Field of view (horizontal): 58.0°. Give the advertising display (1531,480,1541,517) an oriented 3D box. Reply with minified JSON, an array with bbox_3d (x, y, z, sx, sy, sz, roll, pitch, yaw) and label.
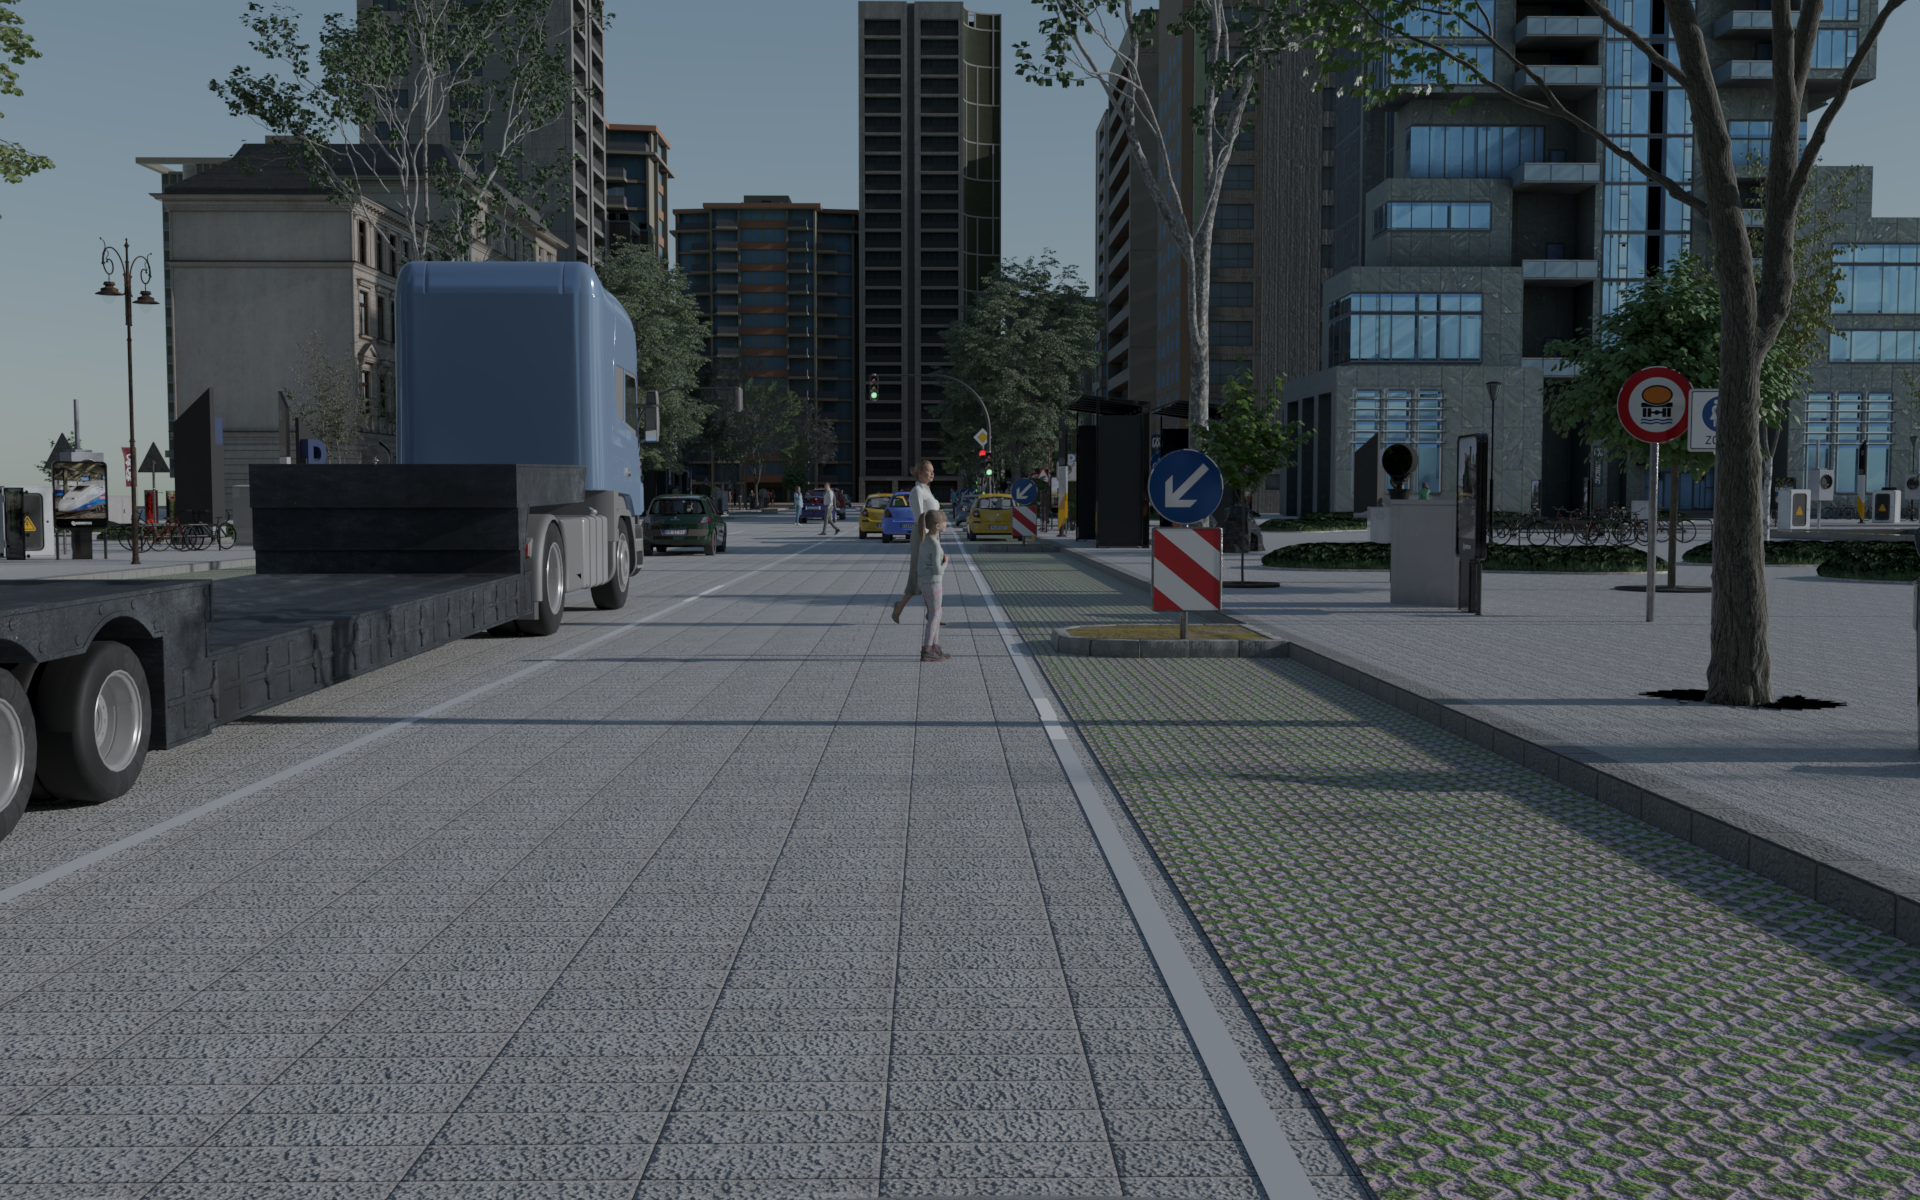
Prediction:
[{"bbox_3d":[25.858,-4.438,77.770,0.123,1.923,0.974,0,4,-1],"label":"advertising display"}]

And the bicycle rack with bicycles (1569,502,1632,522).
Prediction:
[{"bbox_3d":[28.367,-3.828,75.962,2.925,0.926,2.852,2,4,24],"label":"bicycle rack with bicycles"}]

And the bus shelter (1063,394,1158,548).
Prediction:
[{"bbox_3d":[3.683,-3.221,43.939,1.731,3.624,6.357,0,4,-1],"label":"bus shelter"}]

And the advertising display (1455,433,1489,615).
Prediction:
[{"bbox_3d":[5.526,-0.827,18.731,0.123,1.923,0.974,0,4,4],"label":"advertising display"}]

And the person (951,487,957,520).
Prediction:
[{"bbox_3d":[-0.276,-5.399,96.792,0.620,1.820,0.660,0,4,1],"label":"person"}]

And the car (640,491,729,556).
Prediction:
[{"bbox_3d":[-6.612,-1.949,41.661,2.009,1.686,4.222,0,4,-2],"label":"car"}]

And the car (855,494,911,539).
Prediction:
[{"bbox_3d":[-2.410,-2.815,56.242,2.015,1.641,3.980,0,4,-2],"label":"car"}]

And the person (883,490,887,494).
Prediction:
[{"bbox_3d":[-7.937,-10.713,183.281,1.348,1.869,0.705,0,4,1],"label":"person"}]

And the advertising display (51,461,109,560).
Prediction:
[{"bbox_3d":[-17.239,-1.758,33.957,0.974,1.923,0.123,-2,4,-35],"label":"advertising display"}]

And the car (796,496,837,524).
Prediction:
[{"bbox_3d":[-7.023,-4.421,84.855,1.945,1.354,3.894,0,4,1],"label":"car"}]

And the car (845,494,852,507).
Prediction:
[{"bbox_3d":[-12.813,-10.867,189.472,2.131,1.459,4.920,0,4,-2],"label":"car"}]

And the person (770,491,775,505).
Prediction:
[{"bbox_3d":[-21.617,-11.746,199.551,0.593,1.643,0.415,-1,4,-15],"label":"person"}]

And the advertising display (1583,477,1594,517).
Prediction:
[{"bbox_3d":[24.194,-3.760,66.693,0.123,1.923,0.974,0,4,5],"label":"advertising display"}]

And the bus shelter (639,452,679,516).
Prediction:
[{"bbox_3d":[-17.457,-6.613,99.406,1.731,3.624,6.357,0,4,-1],"label":"bus shelter"}]

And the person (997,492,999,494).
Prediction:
[{"bbox_3d":[4.690,-12.766,215.316,0.434,1.755,0.990,2,4,24],"label":"person"}]

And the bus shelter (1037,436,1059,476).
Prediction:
[{"bbox_3d":[6.304,-8.478,116.253,2.179,5.291,8.768,0,4,-1],"label":"bus shelter"}]

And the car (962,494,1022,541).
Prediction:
[{"bbox_3d":[1.083,-2.669,53.857,2.015,1.641,3.980,0,4,-2],"label":"car"}]

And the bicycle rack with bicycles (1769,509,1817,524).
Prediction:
[{"bbox_3d":[36.159,-3.810,75.683,2.852,0.926,2.925,0,4,4],"label":"bicycle rack with bicycles"}]

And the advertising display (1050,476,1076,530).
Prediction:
[{"bbox_3d":[3.713,-3.493,62.326,0.974,1.923,0.123,-1,4,-13],"label":"advertising display"}]

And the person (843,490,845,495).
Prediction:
[{"bbox_3d":[-12.334,-10.711,183.702,0.705,1.814,1.350,0,4,-2],"label":"person"}]

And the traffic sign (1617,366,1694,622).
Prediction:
[{"bbox_3d":[6.937,-1.053,17.329,0.768,2.556,0.104,0,4,6],"label":"traffic sign"}]

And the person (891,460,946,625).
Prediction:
[{"bbox_3d":[-0.459,-0.625,18.948,0.641,1.798,0.478,2,4,25],"label":"person"}]

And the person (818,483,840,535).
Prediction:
[{"bbox_3d":[-4.585,-3.169,60.411,0.850,1.850,0.679,-1,4,-21],"label":"person"}]

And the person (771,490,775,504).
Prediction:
[{"bbox_3d":[-24.219,-13.329,223.970,0.705,1.824,1.348,-1,4,-22],"label":"person"}]

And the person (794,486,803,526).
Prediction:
[{"bbox_3d":[-7.343,-4.260,78.413,0.793,1.790,0.793,-2,4,-27],"label":"person"}]

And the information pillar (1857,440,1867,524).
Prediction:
[{"bbox_3d":[39.063,-5.117,75.019,0.183,3.616,0.504,0,4,2],"label":"information pillar"}]

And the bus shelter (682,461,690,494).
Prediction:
[{"bbox_3d":[-20.133,-7.980,121.758,1.731,3.624,6.357,0,4,-1],"label":"bus shelter"}]

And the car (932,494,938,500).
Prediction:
[{"bbox_3d":[-3.286,-10.435,179.403,1.959,1.807,4.718,0,4,1],"label":"car"}]

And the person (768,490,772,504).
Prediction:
[{"bbox_3d":[-24.578,-13.203,221.842,1.348,1.831,0.705,0,4,1],"label":"person"}]

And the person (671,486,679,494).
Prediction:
[{"bbox_3d":[-18.093,-6.361,110.230,0.592,1.802,0.473,2,4,34],"label":"person"}]

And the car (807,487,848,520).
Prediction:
[{"bbox_3d":[-7.457,-5.415,97.203,2.281,1.827,5.304,0,4,-2],"label":"car"}]

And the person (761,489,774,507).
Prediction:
[{"bbox_3d":[-19.704,-10.455,176.981,1.348,1.824,0.705,1,4,14],"label":"person"}]

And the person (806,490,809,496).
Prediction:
[{"bbox_3d":[-14.105,-9.379,161.711,0.599,1.838,0.709,1,4,18],"label":"person"}]

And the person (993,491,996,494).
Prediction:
[{"bbox_3d":[3.935,-11.931,201.895,0.721,1.735,1.217,-2,4,-33],"label":"person"}]

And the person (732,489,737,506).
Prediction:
[{"bbox_3d":[-24.922,-11.331,191.275,0.705,1.831,1.348,1,4,13],"label":"person"}]

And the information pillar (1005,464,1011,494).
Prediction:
[{"bbox_3d":[3.174,-7.534,114.539,0.504,3.616,0.183,-3,5,-42],"label":"information pillar"}]

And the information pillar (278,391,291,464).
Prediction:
[{"bbox_3d":[-15.236,-2.920,39.096,0.183,3.616,0.504,-3,5,-40],"label":"information pillar"}]

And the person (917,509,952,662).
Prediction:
[{"bbox_3d":[-0.217,-0.129,14.890,0.394,1.301,0.425,-2,4,-34],"label":"person"}]

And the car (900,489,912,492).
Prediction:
[{"bbox_3d":[-3.482,-6.942,122.178,2.281,1.827,5.304,0,4,0],"label":"car"}]

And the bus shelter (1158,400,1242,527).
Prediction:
[{"bbox_3d":[6.229,-3.363,46.272,1.731,3.624,6.357,0,4,-1],"label":"bus shelter"}]

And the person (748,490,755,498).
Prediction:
[{"bbox_3d":[-27.152,-13.410,225.849,0.990,1.755,0.434,1,4,15],"label":"person"}]

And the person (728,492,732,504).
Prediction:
[{"bbox_3d":[-30.497,-13.498,229.746,0.434,1.755,0.990,0,4,0],"label":"person"}]

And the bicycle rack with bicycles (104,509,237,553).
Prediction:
[{"bbox_3d":[-17.814,-1.577,39.171,2.852,0.926,2.925,3,5,41],"label":"bicycle rack with bicycles"}]

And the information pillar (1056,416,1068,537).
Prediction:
[{"bbox_3d":[3.076,-3.697,51.801,0.183,3.616,0.504,-1,4,-21],"label":"information pillar"}]

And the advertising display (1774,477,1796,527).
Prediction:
[{"bbox_3d":[31.668,-3.748,66.498,0.123,1.923,0.974,-1,4,-19],"label":"advertising display"}]

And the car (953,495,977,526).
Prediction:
[{"bbox_3d":[0.673,-4.029,77.869,2.014,1.417,4.499,0,4,-1],"label":"car"}]

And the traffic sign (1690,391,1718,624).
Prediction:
[{"bbox_3d":[7.390,-0.904,16.911,0.606,2.300,0.079,0,4,2],"label":"traffic sign"}]

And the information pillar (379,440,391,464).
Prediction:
[{"bbox_3d":[-24.942,-5.125,75.141,0.504,3.616,0.183,1,4,9],"label":"information pillar"}]

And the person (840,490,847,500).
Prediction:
[{"bbox_3d":[-10.621,-9.000,155.666,0.705,1.822,1.348,2,4,33],"label":"person"}]

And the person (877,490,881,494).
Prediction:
[{"bbox_3d":[-8.123,-10.191,174.984,0.709,1.838,0.599,2,4,33],"label":"person"}]

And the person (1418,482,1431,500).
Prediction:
[{"bbox_3d":[20.075,-4.196,74.893,0.600,1.795,0.529,0,4,0],"label":"person"}]

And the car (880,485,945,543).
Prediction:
[{"bbox_3d":[-1.434,-2.573,51.655,1.945,1.707,3.694,0,3,0],"label":"car"}]
